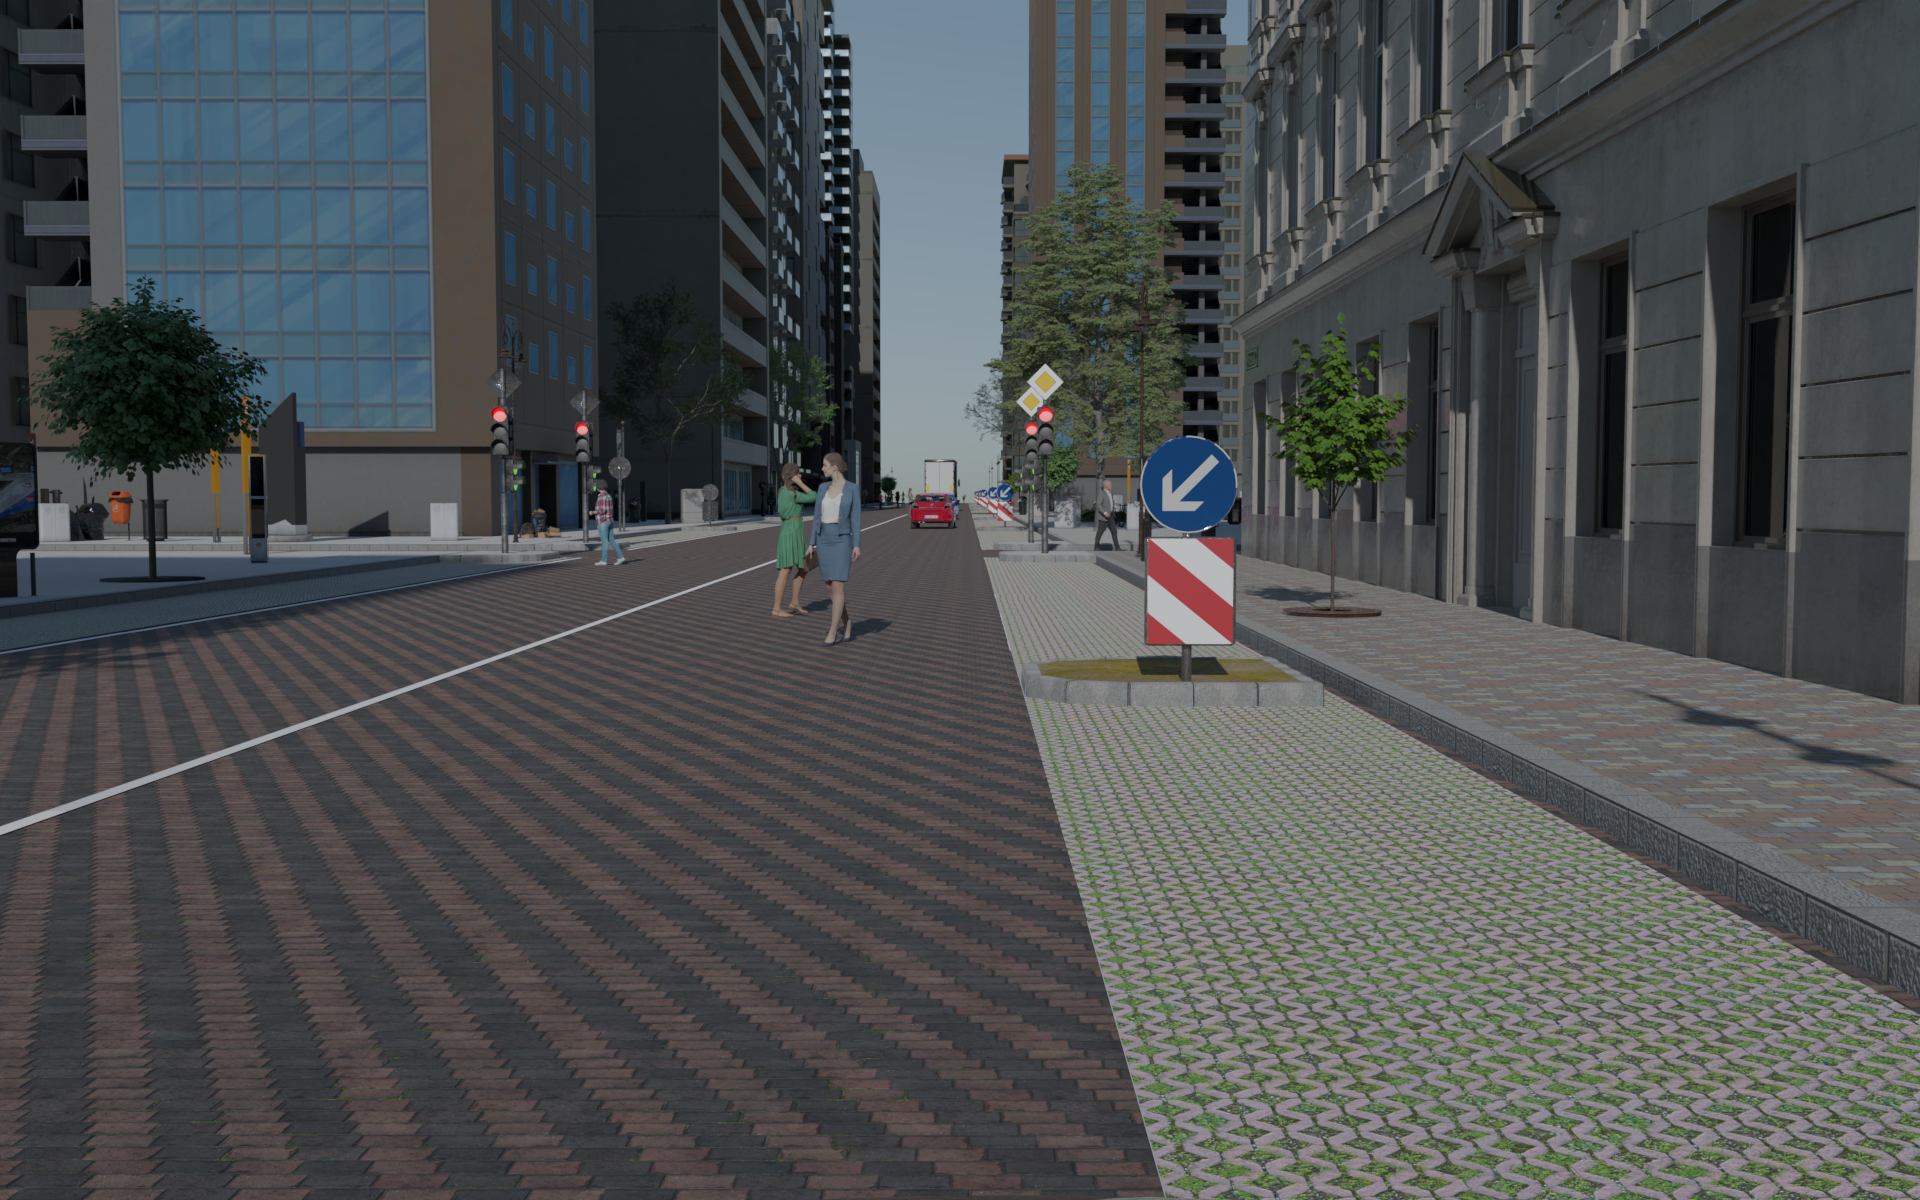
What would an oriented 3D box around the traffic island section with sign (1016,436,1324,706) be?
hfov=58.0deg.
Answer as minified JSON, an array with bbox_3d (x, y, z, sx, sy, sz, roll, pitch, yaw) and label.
[{"bbox_3d":[1.454,-0.240,12.555,1.989,1.847,2.006,0,4,0],"label":"traffic island section with sign"}]

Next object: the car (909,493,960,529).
[{"bbox_3d":[-1.099,-3.897,72.754,2.155,1.783,4.494,0,4,2],"label":"car"}]

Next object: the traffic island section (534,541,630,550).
[{"bbox_3d":[-9.856,-1.423,45.549,2.009,0.180,2.903,0,4,0],"label":"traffic island section"}]

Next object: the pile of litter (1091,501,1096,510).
[{"bbox_3d":[8.996,-5.926,110.848,1.176,0.858,1.719,3,4,37],"label":"pile of litter"}]

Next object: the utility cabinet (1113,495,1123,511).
[{"bbox_3d":[10.530,-6.381,115.494,0.306,1.237,1.020,2,4,27],"label":"utility cabinet"}]

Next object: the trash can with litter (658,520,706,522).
[{"bbox_3d":[-12.775,-4.207,79.847,2.233,1.210,1.678,1,4,10],"label":"trash can with litter"}]

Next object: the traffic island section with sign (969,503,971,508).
[{"bbox_3d":[1.905,-8.375,145.560,1.989,1.847,2.006,0,4,0],"label":"traffic island section with sign"}]

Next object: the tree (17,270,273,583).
[{"bbox_3d":[-12.098,-2.564,25.642,4.285,4.588,4.351,0,3,0],"label":"tree"}]

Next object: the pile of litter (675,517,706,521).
[{"bbox_3d":[-13.071,-4.278,83.905,1.176,0.858,1.719,-3,5,-39],"label":"pile of litter"}]

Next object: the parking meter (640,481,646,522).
[{"bbox_3d":[-14.712,-4.569,80.418,0.255,1.863,0.399,0,4,-6],"label":"parking meter"}]

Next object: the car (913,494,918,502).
[{"bbox_3d":[-4.930,-12.987,221.126,1.959,1.807,4.718,0,4,2],"label":"car"}]

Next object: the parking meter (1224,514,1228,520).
[{"bbox_3d":[13.026,-4.633,84.166,0.372,1.533,0.369,0,3,0],"label":"parking meter"}]

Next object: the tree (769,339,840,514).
[{"bbox_3d":[-11.633,-11.395,112.060,9.928,11.665,9.643,0,3,0],"label":"tree"}]

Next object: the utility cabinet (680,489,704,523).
[{"bbox_3d":[-11.749,-4.115,75.961,0.318,1.500,1.173,2,4,34],"label":"utility cabinet"}]

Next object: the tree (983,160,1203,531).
[{"bbox_3d":[4.604,-8.671,59.900,7.486,12.596,7.792,0,3,0],"label":"tree"}]

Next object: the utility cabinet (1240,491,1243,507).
[{"bbox_3d":[19.510,-6.732,118.747,0.318,1.500,1.173,2,4,31],"label":"utility cabinet"}]

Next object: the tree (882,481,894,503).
[{"bbox_3d":[-11.220,-16.476,263.988,1.663,3.219,1.824,0,3,0],"label":"tree"}]

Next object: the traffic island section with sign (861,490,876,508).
[{"bbox_3d":[-9.409,-10.001,172.151,1.989,1.847,2.006,0,4,0],"label":"traffic island section with sign"}]

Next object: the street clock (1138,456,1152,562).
[{"bbox_3d":[3.557,-1.736,32.948,0.358,2.002,0.471,0,4,2],"label":"street clock"}]

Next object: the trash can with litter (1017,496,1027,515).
[{"bbox_3d":[3.812,-5.811,106.391,0.624,1.170,1.055,0,4,2],"label":"trash can with litter"}]

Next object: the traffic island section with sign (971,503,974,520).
[{"bbox_3d":[1.729,-5.265,94.710,1.989,1.847,2.006,0,4,0],"label":"traffic island section with sign"}]

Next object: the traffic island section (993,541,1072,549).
[{"bbox_3d":[1.886,-1.420,45.503,2.009,0.180,2.903,0,4,0],"label":"traffic island section"}]

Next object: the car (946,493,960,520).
[{"bbox_3d":[-0.952,-5.438,98.508,1.945,1.707,3.694,0,4,-2],"label":"car"}]

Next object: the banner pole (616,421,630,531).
[{"bbox_3d":[-11.583,-4.231,59.201,0.401,3.779,0.863,1,4,9],"label":"banner pole"}]

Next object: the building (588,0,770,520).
[{"bbox_3d":[-22.438,-28.834,95.130,21.300,48.544,21.600,0,4,0],"label":"building"}]

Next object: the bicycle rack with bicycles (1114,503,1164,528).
[{"bbox_3d":[6.730,-3.225,66.106,2.852,0.926,2.925,3,5,45],"label":"bicycle rack with bicycles"}]

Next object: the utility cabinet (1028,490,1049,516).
[{"bbox_3d":[4.518,-5.581,99.932,1.173,1.500,0.318,1,4,18],"label":"utility cabinet"}]

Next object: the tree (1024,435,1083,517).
[{"bbox_3d":[5.250,-6.939,97.171,4.285,4.588,4.351,0,3,0],"label":"tree"}]

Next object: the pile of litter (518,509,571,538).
[{"bbox_3d":[-12.197,-2.251,50.762,1.719,0.858,1.176,-2,4,-23],"label":"pile of litter"}]

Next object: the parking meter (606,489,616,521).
[{"bbox_3d":[-16.642,-4.504,82.048,0.372,1.533,0.369,0,3,0],"label":"parking meter"}]

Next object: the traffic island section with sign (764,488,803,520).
[{"bbox_3d":[-9.686,-5.308,95.409,1.989,1.847,2.006,0,4,0],"label":"traffic island section with sign"}]

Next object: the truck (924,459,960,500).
[{"bbox_3d":[-1.526,-9.603,145.915,2.839,4.237,11.283,0,4,1],"label":"truck"}]

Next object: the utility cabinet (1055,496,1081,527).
[{"bbox_3d":[4.238,-3.480,68.062,1.020,1.237,0.306,2,4,34],"label":"utility cabinet"}]

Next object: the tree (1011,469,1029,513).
[{"bbox_3d":[4.721,-7.629,119.337,1.663,3.219,1.824,0,3,0],"label":"tree"}]

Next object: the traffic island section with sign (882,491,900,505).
[{"bbox_3d":[-9.229,-13.364,227.133,1.989,1.847,2.006,0,4,0],"label":"traffic island section with sign"}]

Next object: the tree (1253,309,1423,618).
[{"bbox_3d":[3.962,-1.445,18.220,1.663,3.219,1.824,0,3,0],"label":"tree"}]

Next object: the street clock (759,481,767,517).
[{"bbox_3d":[-11.246,-5.763,98.803,0.358,2.002,0.471,2,4,29],"label":"street clock"}]

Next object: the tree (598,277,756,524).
[{"bbox_3d":[-12.257,-8.520,73.707,8.767,10.594,7.601,2,4,26],"label":"tree"}]

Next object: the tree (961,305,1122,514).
[{"bbox_3d":[5.354,-12.204,109.899,12.009,13.543,11.850,0,3,0],"label":"tree"}]

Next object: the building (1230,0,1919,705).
[{"bbox_3d":[13.681,-14.521,13.840,17.030,29.872,44.131,0,4,0],"label":"building"}]

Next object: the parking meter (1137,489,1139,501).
[{"bbox_3d":[8.605,-4.524,82.384,0.372,1.533,0.369,0,3,0],"label":"parking meter"}]

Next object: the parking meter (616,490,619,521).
[{"bbox_3d":[-16.360,-4.530,82.469,0.372,1.533,0.369,0,3,0],"label":"parking meter"}]

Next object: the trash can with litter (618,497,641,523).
[{"bbox_3d":[-14.630,-3.989,76.601,1.055,1.170,0.624,2,4,24],"label":"trash can with litter"}]

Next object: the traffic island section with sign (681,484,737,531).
[{"bbox_3d":[-9.782,-3.617,67.771,1.989,1.847,2.006,0,4,0],"label":"traffic island section with sign"}]

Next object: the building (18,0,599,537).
[{"bbox_3d":[-20.630,-24.917,57.503,14.600,45.320,14.200,0,4,0],"label":"building"}]

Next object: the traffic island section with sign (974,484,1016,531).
[{"bbox_3d":[1.630,-3.577,67.119,1.989,1.847,2.006,0,4,0],"label":"traffic island section with sign"}]

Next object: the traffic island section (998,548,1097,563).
[{"bbox_3d":[1.858,-0.932,37.518,2.009,0.180,2.903,0,4,0],"label":"traffic island section"}]

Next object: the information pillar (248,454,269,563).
[{"bbox_3d":[-13.068,-1.698,32.262,0.304,2.012,0.304,-1,4,-17],"label":"information pillar"}]

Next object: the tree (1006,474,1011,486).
[{"bbox_3d":[4.081,-8.605,135.300,1.663,3.219,1.824,0,3,0],"label":"tree"}]

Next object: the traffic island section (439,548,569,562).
[{"bbox_3d":[-9.883,-0.935,37.564,2.009,0.180,2.903,0,4,0],"label":"traffic island section"}]

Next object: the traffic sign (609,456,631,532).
[{"bbox_3d":[-11.502,-3.574,58.545,0.768,2.556,0.104,0,4,4],"label":"traffic sign"}]

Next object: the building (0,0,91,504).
[{"bbox_3d":[-36.255,-22.557,52.399,14.086,41.232,14.154,0,4,0],"label":"building"}]

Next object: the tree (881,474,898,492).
[{"bbox_3d":[-11.500,-17.809,274.887,4.285,4.588,4.351,0,3,0],"label":"tree"}]

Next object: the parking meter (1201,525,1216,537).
[{"bbox_3d":[6.987,-2.625,48.628,0.399,1.863,0.255,-3,4,-37],"label":"parking meter"}]
